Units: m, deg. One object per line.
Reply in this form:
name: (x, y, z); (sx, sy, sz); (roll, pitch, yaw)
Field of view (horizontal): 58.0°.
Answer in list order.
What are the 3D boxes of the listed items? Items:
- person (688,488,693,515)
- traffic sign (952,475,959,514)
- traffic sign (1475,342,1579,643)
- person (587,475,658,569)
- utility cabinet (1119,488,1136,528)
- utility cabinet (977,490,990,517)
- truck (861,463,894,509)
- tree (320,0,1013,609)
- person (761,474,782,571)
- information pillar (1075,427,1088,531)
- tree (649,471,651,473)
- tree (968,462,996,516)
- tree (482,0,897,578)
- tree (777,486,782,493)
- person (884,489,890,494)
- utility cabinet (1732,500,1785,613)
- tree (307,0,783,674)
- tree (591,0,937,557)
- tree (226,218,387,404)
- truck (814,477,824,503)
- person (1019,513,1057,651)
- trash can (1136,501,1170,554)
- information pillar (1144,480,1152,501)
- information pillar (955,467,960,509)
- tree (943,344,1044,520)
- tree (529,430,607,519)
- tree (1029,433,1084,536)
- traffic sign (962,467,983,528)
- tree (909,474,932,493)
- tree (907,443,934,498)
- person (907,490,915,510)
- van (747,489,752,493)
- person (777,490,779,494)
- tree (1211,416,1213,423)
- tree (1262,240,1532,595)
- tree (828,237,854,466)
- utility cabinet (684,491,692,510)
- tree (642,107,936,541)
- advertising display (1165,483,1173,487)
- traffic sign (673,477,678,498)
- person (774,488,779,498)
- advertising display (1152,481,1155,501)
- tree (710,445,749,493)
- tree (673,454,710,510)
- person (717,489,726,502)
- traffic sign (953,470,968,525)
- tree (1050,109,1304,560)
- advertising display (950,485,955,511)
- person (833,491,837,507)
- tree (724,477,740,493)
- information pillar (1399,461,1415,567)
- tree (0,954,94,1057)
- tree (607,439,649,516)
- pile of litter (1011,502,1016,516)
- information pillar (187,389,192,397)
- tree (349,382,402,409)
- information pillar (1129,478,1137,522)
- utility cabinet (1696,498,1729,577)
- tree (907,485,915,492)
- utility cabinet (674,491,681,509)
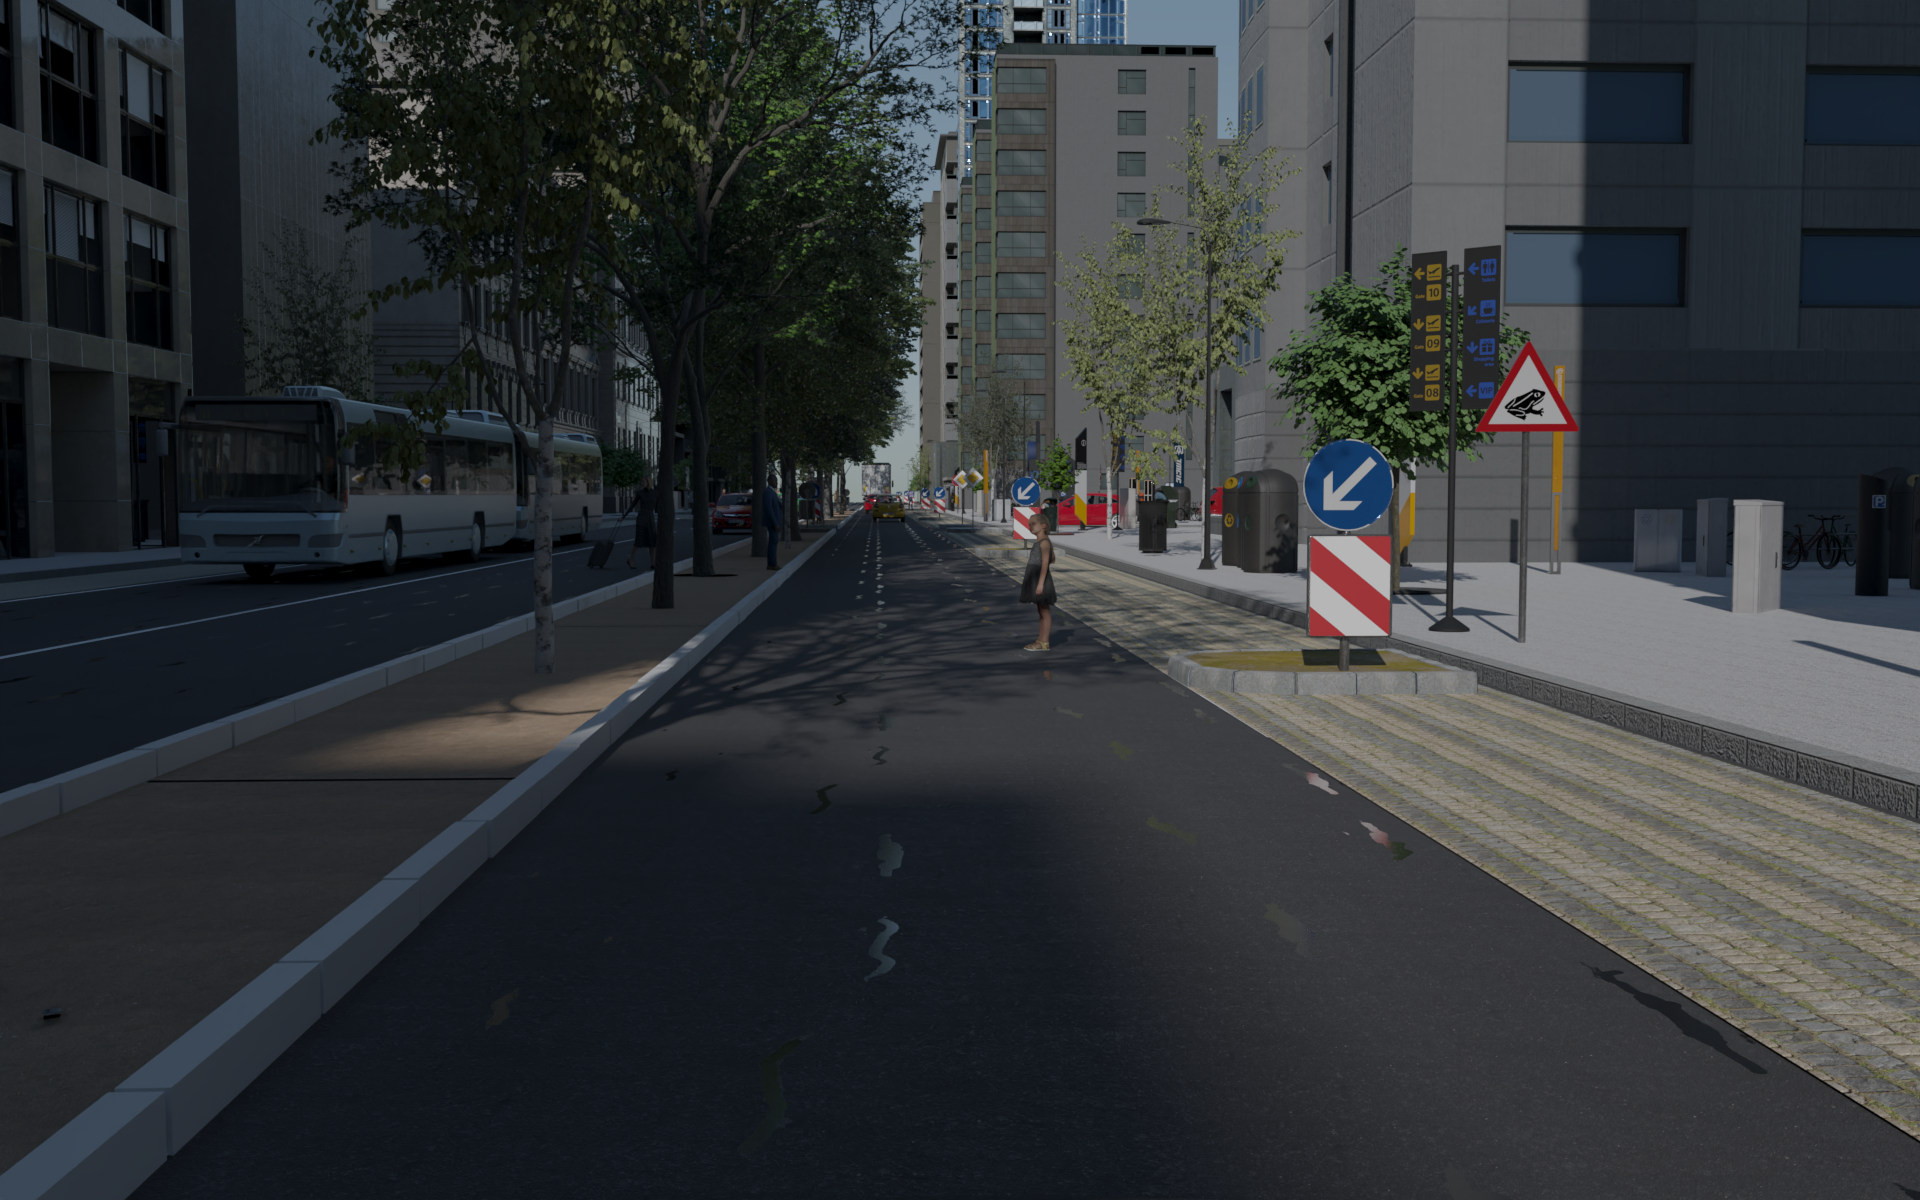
person: (-17.976, -6.627, 116.689); (0.795, 1.843, 0.661); (3, 4, 38)
traffic sign: (-0.143, -6.982, 114.260); (0.768, 2.556, 0.104); (0, 4, 1)
traffic sign: (4.847, -0.909, 14.870); (0.884, 2.594, 0.081); (0, 4, -1)
person: (-6.358, -1.503, 33.285); (1.509, 1.804, 0.699); (1, 4, 22)
utility cabinet: (6.223, -3.401, 64.277); (0.318, 1.500, 1.173); (-1, 4, -11)
utility cabinet: (1.308, -5.459, 97.931); (0.318, 1.500, 1.173); (2, 4, 23)
truck: (-7.609, -10.420, 159.273); (2.839, 4.237, 11.283); (0, 4, -1)
tree: (-3.712, -5.141, 20.931); (8.767, 10.594, 7.601); (0, 4, -3)
person: (-3.518, -1.455, 32.476); (0.419, 1.800, 0.721); (-1, 4, -9)
information pillar: (4.239, -4.234, 60.574); (0.504, 3.616, 0.183); (-3, 4, -38)
tree: (-20.003, -7.269, 102.559); (4.285, 4.588, 4.351); (0, 3, 0)
tree: (1.138, -6.416, 99.508); (1.663, 3.219, 1.824); (0, 3, 0)
tree: (-4.556, -6.208, 29.716); (9.928, 11.665, 9.643); (0, 3, 0)
tree: (-30.091, -18.394, 295.342); (1.663, 3.219, 1.824); (0, 3, 0)
person: (-5.456, -7.441, 130.140); (0.580, 1.828, 0.573); (1, 4, 21)
utility cabinet: (8.781, -0.482, 19.039); (0.306, 1.237, 1.020); (3, 4, 38)
tree: (-3.360, -3.728, 13.770); (4.737, 8.622, 4.395); (0, 3, 0)
tree: (-4.409, -7.212, 38.495); (7.486, 12.596, 7.792); (0, 3, 0)
tree: (-17.188, -5.862, 46.211); (4.360, 8.622, 3.978); (0, 3, 0)
truck: (-23.464, -18.192, 286.349); (2.839, 4.237, 11.283); (0, 4, -4)
person: (0.712, -0.167, 15.908); (0.373, 1.253, 0.362); (-1, 4, -11)
trash can: (4.171, -1.577, 37.441); (0.748, 1.137, 0.748); (0, 3, 0)
information pillar: (9.912, -5.306, 91.241); (0.304, 2.012, 0.304); (-3, 4, -36)
information pillar: (-0.233, -9.519, 146.984); (0.504, 3.616, 0.183); (-2, 4, -33)
tree: (1.472, -8.234, 84.995); (4.360, 8.622, 3.978); (0, 3, 0)
tree: (-19.101, -5.850, 79.363); (4.285, 4.588, 4.351); (0, 3, 0)
tree: (3.166, -3.635, 54.040); (1.663, 3.219, 1.824); (0, 3, 0)
traffic sign: (0.483, -3.744, 64.851); (0.795, 2.450, 0.064); (0, 4, -3)
tree: (-5.683, -16.187, 248.371); (4.285, 4.588, 4.351); (0, 3, 0)
tree: (-5.310, -17.824, 241.780); (4.737, 8.622, 4.395); (0, 3, 0)
person: (-4.255, -8.793, 152.127); (0.709, 1.838, 0.599); (2, 4, 27)
van: (-16.597, -8.170, 140.582); (2.013, 2.044, 4.112); (0, 4, -1)
person: (-15.276, -8.304, 144.692); (0.534, 1.772, 0.576); (-1, 4, -19)
tree: (17.001, -9.463, 105.082); (4.360, 8.622, 3.978); (0, 3, 0)
tree: (5.700, -2.382, 22.666); (4.285, 4.588, 4.351); (0, 3, 0)
tree: (-4.526, -5.634, 44.932); (4.737, 8.622, 4.395); (0, 3, 0)
utility cabinet: (-21.141, -7.753, 135.444); (0.318, 1.500, 1.173); (1, 4, 21)
tree: (-5.143, -8.756, 52.265); (9.857, 13.997, 8.962); (0, 3, 0)
advertising display: (12.003, -5.637, 97.385); (0.974, 1.923, 0.123); (1, 4, 18)
traffic sign: (-21.007, -7.749, 126.804); (0.768, 2.556, 0.104); (0, 4, 3)
person: (-10.506, -5.470, 97.732); (0.655, 1.846, 0.447); (1, 4, 22)
advertising display: (9.911, -5.110, 88.755); (0.123, 1.923, 0.974); (0, 4, 8)
tree: (-23.358, -13.860, 176.975); (4.360, 8.622, 3.978); (0, 3, 0)
tree: (-22.046, -9.637, 141.278); (4.285, 4.588, 4.351); (0, 3, 0)
person: (-15.767, -6.497, 115.077); (0.716, 1.782, 0.532); (-2, 4, -26)
traffic sign: (0.101, -4.231, 72.826); (0.795, 2.450, 0.064); (0, 4, -3)
tree: (4.565, -5.073, 33.298); (4.737, 8.622, 4.395); (0, 3, 0)
advertising display: (-0.540, -7.516, 128.093); (0.123, 1.923, 0.974); (-1, 4, -15)
person: (-13.550, -11.046, 189.198); (1.348, 1.812, 0.705); (-2, 4, -24)
tree: (-25.615, -12.463, 198.368); (1.663, 3.219, 1.824); (0, 3, 0)
information pillar: (7.869, -2.393, 30.480); (0.183, 3.616, 0.504); (-1, 4, -10)
tree: (-3.044, -5.598, 4.352); (12.009, 13.543, 11.850); (0, 3, 0)
tree: (-19.330, -6.523, 90.364); (4.285, 4.588, 4.351); (0, 3, 0)
pile of litter: (3.269, -5.261, 99.987); (1.176, 0.858, 1.719); (0, 4, 5)
information pillar: (-17.186, -2.897, 38.724); (0.183, 3.616, 0.504); (-2, 4, -26)
tree: (-17.537, -4.095, 50.670); (4.285, 4.588, 4.351); (0, 3, 0)
information pillar: (7.928, -4.579, 79.356); (0.304, 2.012, 0.304); (-1, 4, -19)
utility cabinet: (11.806, -0.983, 27.227); (0.306, 1.237, 1.020); (1, 4, 14)
tree: (-8.328, -18.678, 299.990); (1.663, 3.219, 1.824); (0, 3, 0)
utility cabinet: (-23.618, -8.303, 144.433); (0.318, 1.500, 1.173); (-2, 4, -32)
